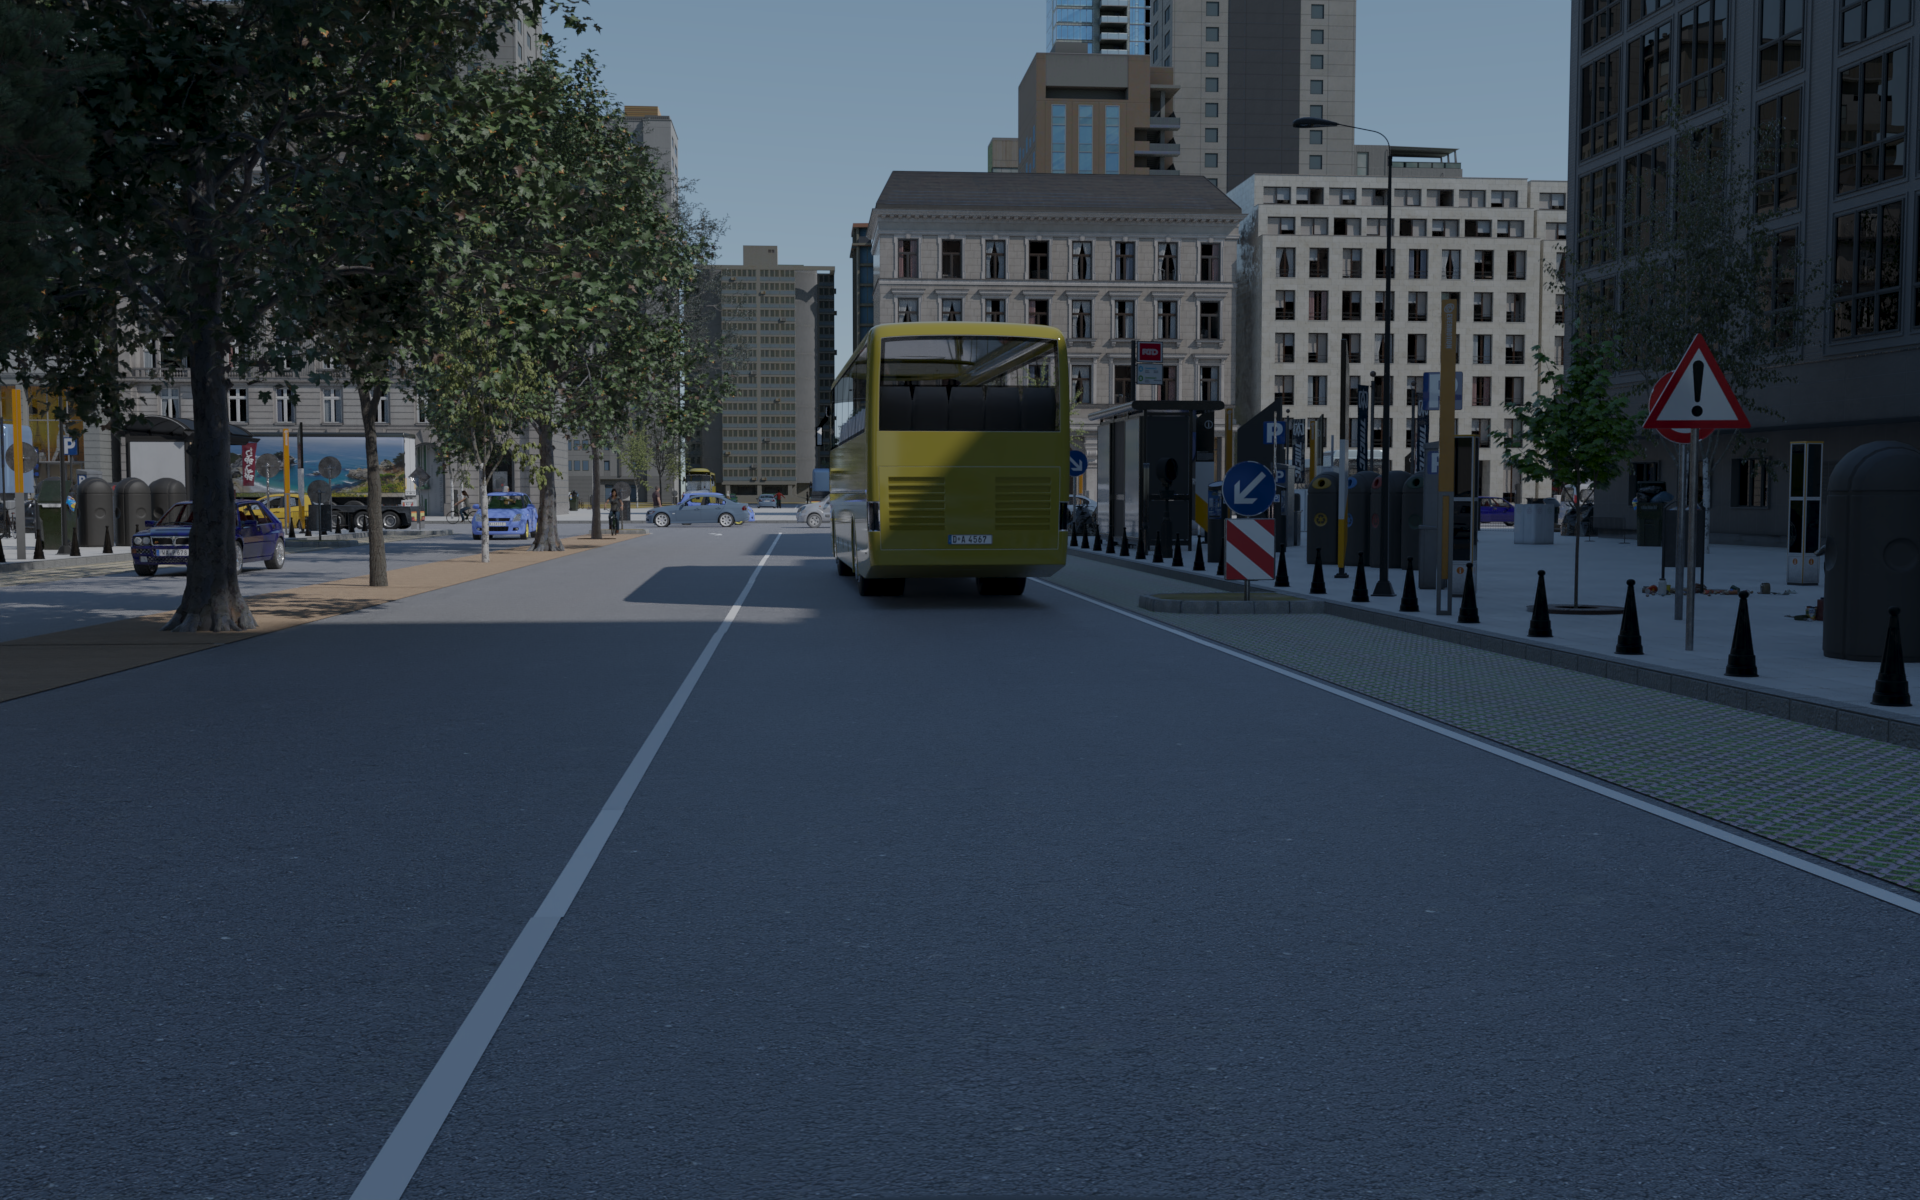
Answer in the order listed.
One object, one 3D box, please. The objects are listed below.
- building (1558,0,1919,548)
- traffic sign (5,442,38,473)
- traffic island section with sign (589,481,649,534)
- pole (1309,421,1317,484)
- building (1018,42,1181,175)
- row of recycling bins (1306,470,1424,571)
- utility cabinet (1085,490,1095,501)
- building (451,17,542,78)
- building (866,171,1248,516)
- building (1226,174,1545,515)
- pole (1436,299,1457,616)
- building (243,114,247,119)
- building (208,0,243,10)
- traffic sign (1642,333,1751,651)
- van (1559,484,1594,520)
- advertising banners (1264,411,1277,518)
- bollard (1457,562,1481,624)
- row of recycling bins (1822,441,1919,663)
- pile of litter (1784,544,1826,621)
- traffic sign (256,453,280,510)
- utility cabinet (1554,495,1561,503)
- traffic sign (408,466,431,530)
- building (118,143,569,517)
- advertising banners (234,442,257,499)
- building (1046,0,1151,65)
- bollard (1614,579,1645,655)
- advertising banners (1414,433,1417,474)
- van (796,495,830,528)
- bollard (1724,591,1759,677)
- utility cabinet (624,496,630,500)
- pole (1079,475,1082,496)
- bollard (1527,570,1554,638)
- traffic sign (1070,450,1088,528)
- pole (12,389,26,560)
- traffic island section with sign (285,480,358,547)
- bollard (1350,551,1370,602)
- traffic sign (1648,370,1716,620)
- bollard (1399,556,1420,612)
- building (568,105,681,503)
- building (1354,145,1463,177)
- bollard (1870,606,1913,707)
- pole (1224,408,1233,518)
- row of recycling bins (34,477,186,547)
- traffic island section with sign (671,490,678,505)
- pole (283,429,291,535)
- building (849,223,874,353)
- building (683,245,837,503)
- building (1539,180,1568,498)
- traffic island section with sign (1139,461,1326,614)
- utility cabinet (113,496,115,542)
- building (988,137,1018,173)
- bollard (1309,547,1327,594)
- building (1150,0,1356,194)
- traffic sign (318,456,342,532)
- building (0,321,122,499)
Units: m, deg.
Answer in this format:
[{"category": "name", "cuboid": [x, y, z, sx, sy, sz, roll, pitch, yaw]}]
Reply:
[{"category": "building", "cuboid": [25.155, -15.003, 38.814, 14.314, 27.812, 24.014, 0, 4, -5]}, {"category": "traffic sign", "cuboid": [-22.828, -2.571, 42.147, 0.768, 2.556, 0.104, 0, 4, -4]}, {"category": "traffic island section with sign", "cuboid": [-12.234, -3.314, 62.315, 2.006, 1.907, 1.989, 0, 4, -5]}, {"category": "pole", "cuboid": [9.865, -3.337, 48.402, 0.158, 3.312, 0.155, 0, 3, 0]}, {"category": "building", "cuboid": [13.519, -32.038, 173.933, 14.600, 45.320, 14.200, 0, 4, -5]}, {"category": "row of recycling bins", "cuboid": [7.370, -1.433, 30.546, 1.069, 1.692, 3.534, -2, 4, -25]}, {"category": "utility cabinet", "cuboid": [6.676, -4.926, 89.217, 0.318, 1.500, 1.173, 0, 4, -5]}, {"category": "building", "cuboid": [-57.785, -46.114, 192.221, 20.611, 71.187, 20.563, 0, 4, -5]}, {"category": "building", "cuboid": [-3.756, -15.547, 105.106, 40.483, 20.767, 10.553, 0, 4, -5]}, {"category": "building", "cuboid": [25.616, -15.464, 107.584, 16.860, 20.320, 10.420, 0, 4, -5]}, {"category": "pole", "cuboid": [5.131, -1.494, 18.272, 0.158, 3.312, 0.155, 0, 3, 0]}, {"category": "building", "cuboid": [-60.794, -28.667, 160.588, 32.217, 40.220, 23.993, 0, 4, -5]}, {"category": "building", "cuboid": [-81.379, -36.537, 186.610, 27.495, 52.752, 28.713, 0, 4, -5]}, {"category": "traffic sign", "cuboid": [5.982, -0.864, 14.131, 0.884, 2.594, 0.081, 0, 4, -1]}, {"category": "van", "cuboid": [26.957, -3.949, 71.583, 4.112, 2.044, 2.013, 0, 4, -5]}, {"category": "advertising banners", "cuboid": [6.483, -2.439, 36.069, 0.090, 3.025, 2.074, 1, 4, 16]}, {"category": "bollard", "cuboid": [5.068, -0.073, 17.242, 0.229, 0.601, 0.229, 0, 3, 0]}, {"category": "row of recycling bins", "cuboid": [8.348, -0.347, 12.789, 3.534, 1.692, 1.069, 2, 4, 30]}, {"category": "pile of litter", "cuboid": [9.061, -0.207, 17.357, 1.176, 0.858, 1.719, 0, 4, 0]}, {"category": "traffic sign", "cuboid": [-21.604, -3.301, 54.071, 0.768, 2.556, 0.104, 0, 4, 3]}, {"category": "utility cabinet", "cuboid": [33.771, -5.250, 96.993, 1.020, 1.237, 0.306, -1, 4, -14]}, {"category": "traffic sign", "cuboid": [-19.156, -3.532, 61.397, 0.795, 2.450, 0.064, 0, 4, -5]}, {"category": "building", "cuboid": [-35.997, -15.995, 103.322, 24.055, 21.916, 13.314, 0, 4, -5]}, {"category": "advertising banners", "cuboid": [-24.803, -3.820, 58.648, 2.074, 3.025, 0.090, 0, 4, -1]}, {"category": "building", "cuboid": [25.721, -58.660, 271.758, 31.000, 86.520, 22.319, 0, 4, -5]}, {"category": "bollard", "cuboid": [5.373, 0.132, 13.887, 0.229, 0.601, 0.229, 0, 3, 0]}, {"category": "advertising banners", "cuboid": [13.007, -3.299, 50.125, 0.090, 3.025, 2.074, 0, 3, 0]}, {"category": "van", "cuboid": [-4.944, -4.085, 73.800, 4.112, 2.044, 2.013, 0, 4, -7]}, {"category": "bollard", "cuboid": [5.517, 0.234, 12.209, 0.229, 0.601, 0.229, 0, 3, 0]}, {"category": "utility cabinet", "cuboid": [-28.962, -8.559, 148.624, 1.173, 1.500, 0.318, 0, 4, 1]}, {"category": "pole", "cuboid": [6.057, -5.689, 86.859, 0.158, 3.312, 0.155, 0, 3, 0]}, {"category": "bollard", "cuboid": [5.220, 0.029, 15.564, 0.229, 0.601, 0.229, 0, 3, 0]}, {"category": "traffic sign", "cuboid": [3.332, -3.075, 50.379, 0.768, 2.556, 0.104, 0, 4, -4]}, {"category": "pole", "cuboid": [-18.392, -2.447, 33.844, 0.158, 3.312, 0.155, 0, 3, 0]}, {"category": "traffic island section with sign", "cuboid": [-17.571, -2.363, 47.265, 1.989, 1.847, 2.006, 0, 4, -5]}, {"category": "bollard", "cuboid": [4.765, -0.279, 20.596, 0.229, 0.601, 0.229, 0, 3, 0]}, {"category": "traffic sign", "cuboid": [7.327, -1.069, 17.583, 0.768, 2.556, 0.104, 0, 4, -1]}, {"category": "bollard", "cuboid": [4.913, -0.176, 18.919, 0.229, 0.601, 0.229, 0, 3, 0]}, {"category": "building", "cuboid": [-57.295, -44.209, 264.815, 28.212, 58.520, 21.231, 0, 4, -5]}, {"category": "building", "cuboid": [50.203, -31.948, 205.937, 14.086, 41.232, 14.154, 0, 4, -5]}, {"category": "bollard", "cuboid": [5.669, 0.337, 10.526, 0.229, 0.601, 0.229, 0, 3, 0]}, {"category": "pole", "cuboid": [6.386, -2.899, 41.237, 0.158, 3.312, 0.155, 0, 3, 0]}, {"category": "row of recycling bins", "cuboid": [-20.670, -2.154, 42.338, 1.069, 1.692, 3.534, 3, 4, 39]}, {"category": "traffic island section with sign", "cuboid": [-29.414, -10.408, 178.796, 1.989, 1.847, 2.006, 0, 4, -5]}, {"category": "pole", "cuboid": [-21.041, -3.687, 54.130, 0.158, 3.312, 0.155, 0, 3, 0]}, {"category": "building", "cuboid": [-4.172, -37.649, 270.183, 28.867, 44.769, 22.147, 0, 4, -5]}, {"category": "building", "cuboid": [-31.456, -35.576, 273.544, 23.993, 40.220, 32.217, 0, 4, -5]}, {"category": "building", "cuboid": [42.757, -15.593, 109.693, 16.860, 20.320, 10.420, 0, 4, -5]}, {"category": "traffic island section with sign", "cuboid": [3.285, -0.786, 21.475, 1.989, 1.847, 2.006, 0, 4, -5]}, {"category": "utility cabinet", "cuboid": [-23.132, -2.171, 46.658, 1.020, 1.237, 0.306, -1, 4, -15]}, {"category": "building", "cuboid": [10.004, -31.711, 202.066, 14.154, 41.232, 14.086, 0, 4, -5]}, {"category": "bollard", "cuboid": [4.612, -0.382, 22.290, 0.229, 0.601, 0.229, 0, 3, 0]}, {"category": "building", "cuboid": [32.332, -46.586, 199.927, 20.611, 71.187, 20.563, 0, 4, -5]}, {"category": "traffic sign", "cuboid": [-21.169, -3.554, 58.210, 0.768, 2.556, 0.104, 0, 4, -4]}, {"category": "building", "cuboid": [-62.674, -19.668, 99.069, 29.804, 29.767, 11.434, 0, 4, -5]}]
